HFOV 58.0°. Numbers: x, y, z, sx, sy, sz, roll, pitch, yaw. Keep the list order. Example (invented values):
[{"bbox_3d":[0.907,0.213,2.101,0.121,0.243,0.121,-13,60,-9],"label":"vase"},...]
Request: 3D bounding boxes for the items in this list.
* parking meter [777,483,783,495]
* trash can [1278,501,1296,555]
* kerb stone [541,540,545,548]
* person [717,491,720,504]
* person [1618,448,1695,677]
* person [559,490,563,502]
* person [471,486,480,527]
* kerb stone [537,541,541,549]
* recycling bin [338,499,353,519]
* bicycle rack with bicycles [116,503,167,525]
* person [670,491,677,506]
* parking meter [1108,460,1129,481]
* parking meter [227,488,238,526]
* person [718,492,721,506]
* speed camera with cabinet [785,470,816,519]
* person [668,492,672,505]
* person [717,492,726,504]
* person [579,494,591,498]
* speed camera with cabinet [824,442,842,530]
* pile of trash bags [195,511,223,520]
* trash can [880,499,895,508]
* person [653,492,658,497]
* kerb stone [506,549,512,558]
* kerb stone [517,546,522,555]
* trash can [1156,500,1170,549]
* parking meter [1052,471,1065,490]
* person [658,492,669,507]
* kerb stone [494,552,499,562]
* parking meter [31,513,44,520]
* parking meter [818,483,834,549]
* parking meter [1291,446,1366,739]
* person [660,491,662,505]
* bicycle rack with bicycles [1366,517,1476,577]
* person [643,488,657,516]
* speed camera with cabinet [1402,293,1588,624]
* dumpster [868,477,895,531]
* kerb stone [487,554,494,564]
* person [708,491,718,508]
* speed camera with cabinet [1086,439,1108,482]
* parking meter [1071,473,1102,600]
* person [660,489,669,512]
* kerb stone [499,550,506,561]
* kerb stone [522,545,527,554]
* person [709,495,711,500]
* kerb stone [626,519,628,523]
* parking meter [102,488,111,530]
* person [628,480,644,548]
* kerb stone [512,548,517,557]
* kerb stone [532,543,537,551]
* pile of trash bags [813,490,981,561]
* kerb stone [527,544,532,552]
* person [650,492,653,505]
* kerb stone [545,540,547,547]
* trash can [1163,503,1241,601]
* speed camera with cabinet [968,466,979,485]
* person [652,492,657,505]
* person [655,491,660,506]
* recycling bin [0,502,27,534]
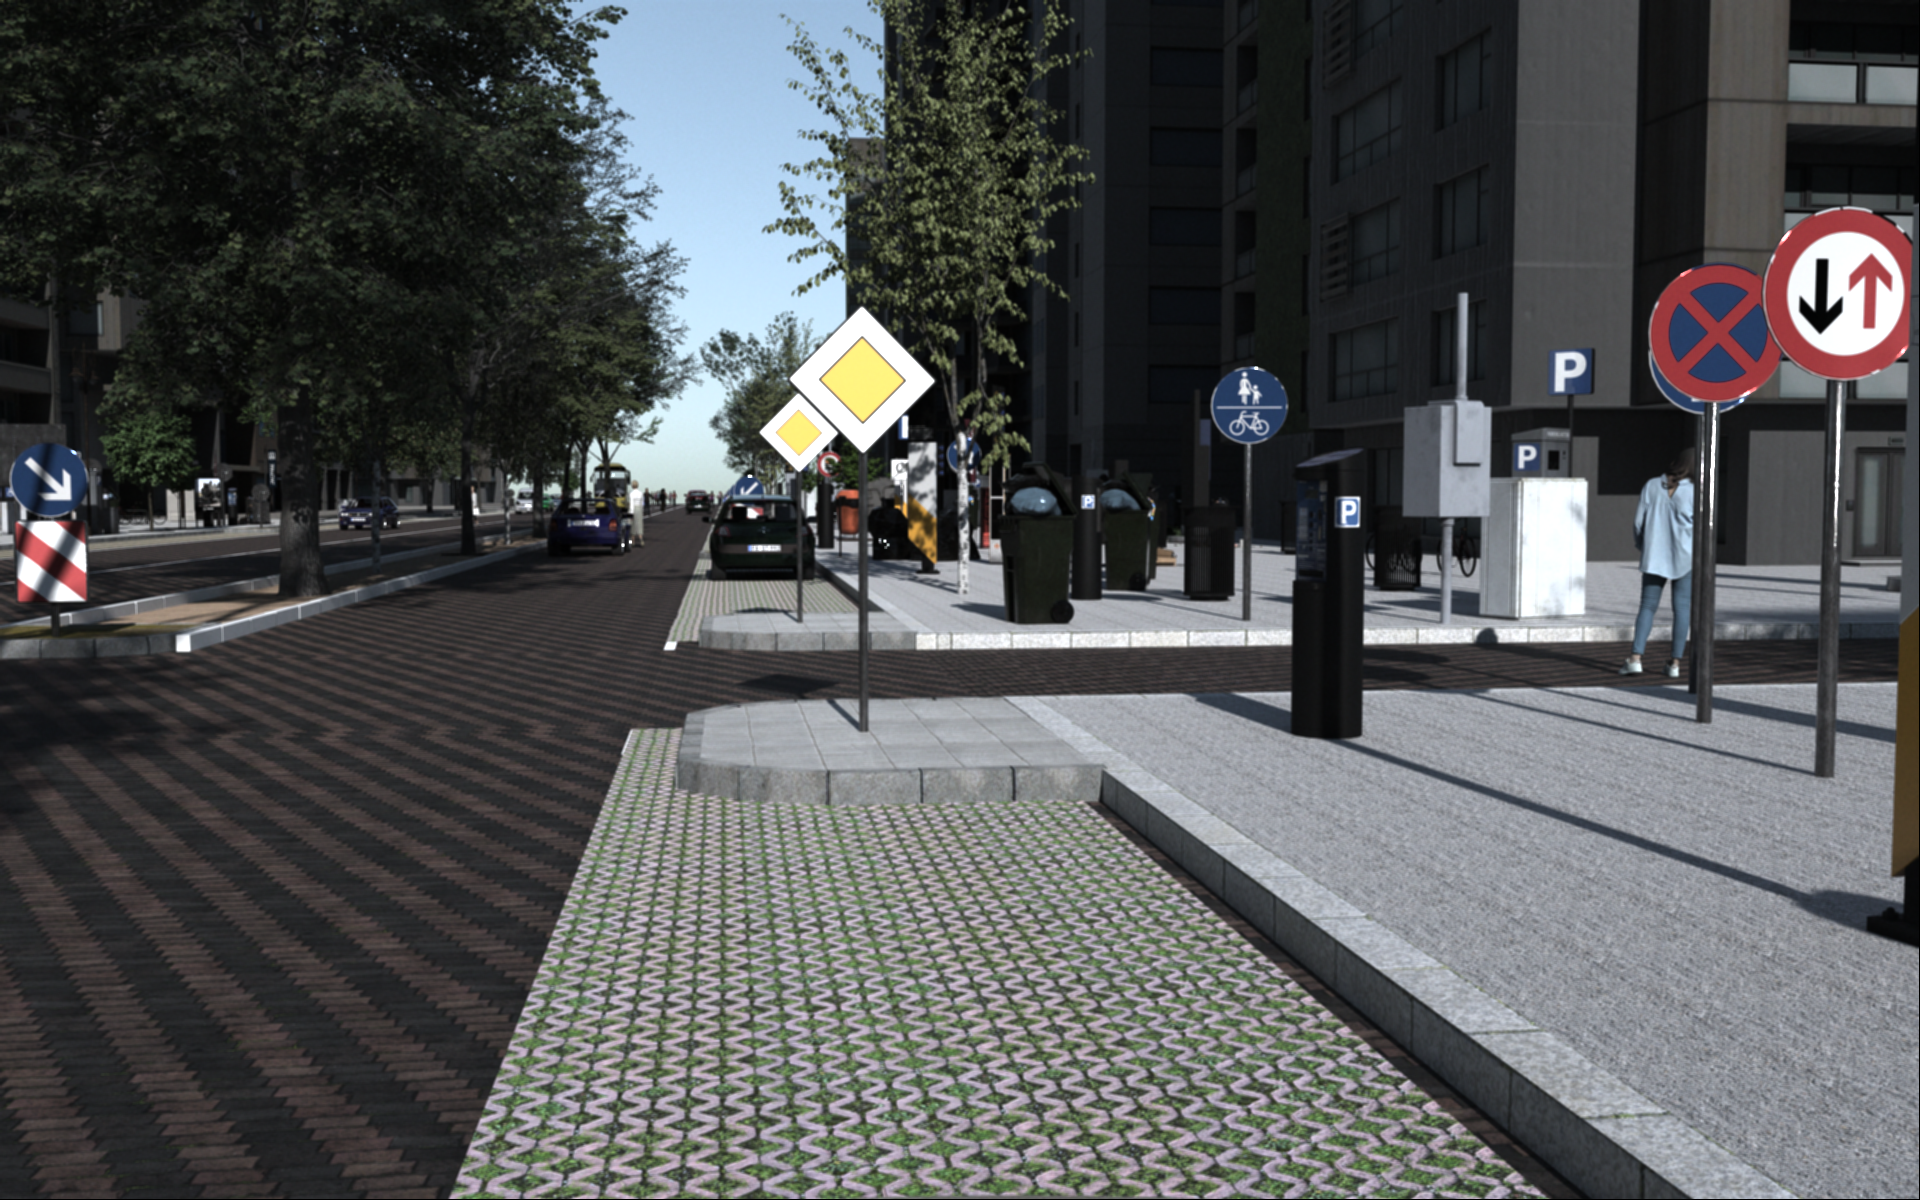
[{"bbox_3d":[-9.240,-5.087,88.881,0.255,1.863,0.399,-1,4,-9],"label":"parking meter"},{"bbox_3d":[7.103,-1.528,36.643,0.748,1.137,0.748,0,3,0],"label":"trash can"},{"bbox_3d":[-11.132,-1.436,45.705,0.120,0.150,1.000,0,4,-8],"label":"kerb stone"},{"bbox_3d":[-32.925,-14.010,237.707,1.348,1.807,0.705,3,5,45],"label":"person"},{"bbox_3d":[5.555,-0.297,13.623,0.793,1.790,0.793,0,4,-4],"label":"person"},{"bbox_3d":[-35.293,-8.888,153.783,0.705,1.831,1.348,0,4,6],"label":"person"},{"bbox_3d":[-21.134,-4.064,75.299,0.624,1.780,0.694,-2,4,-35],"label":"person"},{"bbox_3d":[-11.000,-1.374,44.692,0.120,0.150,1.000,0,4,-8],"label":"kerb stone"},{"bbox_3d":[-31.198,-4.631,88.273,0.722,1.027,0.722,3,5,43],"label":"recycling bin"},{"bbox_3d":[-34.844,-3.619,72.555,2.925,0.926,2.852,-2,4,-26],"label":"bicycle rack with bicycles"},{"bbox_3d":[-33.546,-11.906,203.104,0.705,1.831,1.348,2,4,24],"label":"person"},{"bbox_3d":[2.724,-1.475,29.836,0.255,1.863,0.399,-1,4,-14],"label":"parking meter"},{"bbox_3d":[-29.582,-3.794,70.437,0.372,1.533,0.369,0,3,0],"label":"parking meter"},{"bbox_3d":[-29.595,-12.477,213.430,0.436,1.711,0.756,-1,4,-16],"label":"person"},{"bbox_3d":[-8.010,-5.701,87.554,0.660,3.252,2.038,-2,4,-33],"label":"speed camera with cabinet"},{"bbox_3d":[-39.089,-13.729,233.648,1.217,1.739,0.721,2,4,32],"label":"person"},{"bbox_3d":[-30.082,-12.765,217.925,1.217,1.735,0.721,0,4,-6],"label":"person"},{"bbox_3d":[-32.041,-8.482,148.009,1.217,1.723,0.721,-1,4,-22],"label":"person"},{"bbox_3d":[-4.248,-4.190,62.848,0.660,3.252,2.038,-2,4,-29],"label":"speed camera with cabinet"},{"bbox_3d":[-38.611,-4.722,86.955,3.447,1.369,1.912,2,4,30],"label":"pile of trash bags"},{"bbox_3d":[-2.191,-2.666,55.235,0.748,1.137,0.748,0,3,0],"label":"trash can"},{"bbox_3d":[-41.177,-13.839,235.499,1.217,1.736,0.721,-2,4,-25],"label":"person"},{"bbox_3d":[-10.163,-1.003,38.591,0.120,0.150,1.000,0,4,-8],"label":"kerb stone"},{"bbox_3d":[-10.447,-1.120,40.622,0.120,0.150,1.000,0,4,-8],"label":"kerb stone"},{"bbox_3d":[4.412,-1.704,39.514,0.748,1.137,0.748,0,3,0],"label":"trash can"},{"bbox_3d":[2.386,-2.278,42.954,0.399,1.863,0.255,-1,4,-16],"label":"parking meter"},{"bbox_3d":[-31.637,-10.809,185.172,1.348,1.831,0.705,1,4,21],"label":"person"},{"bbox_3d":[-9.903,-0.879,36.559,0.120,0.150,1.000,0,4,-8],"label":"kerb stone"},{"bbox_3d":[-28.783,-2.959,54.091,0.399,1.863,0.255,1,4,9],"label":"parking meter"},{"bbox_3d":[-3.150,-1.977,40.739,0.372,1.533,0.369,0,3,0],"label":"parking meter"},{"bbox_3d":[1.957,-0.049,9.206,0.372,1.533,0.369,0,3,0],"label":"parking meter"},{"bbox_3d":[-24.532,-8.180,142.924,0.721,1.739,1.217,0,4,2],"label":"person"},{"bbox_3d":[6.818,-0.890,27.933,2.852,0.926,2.925,0,4,1],"label":"bicycle rack with bicycles"},{"bbox_3d":[-20.387,-6.381,112.845,1.348,1.821,0.705,-2,4,-32],"label":"person"},{"bbox_3d":[5.466,-1.425,17.635,2.038,3.252,0.660,-2,4,-28],"label":"speed camera with cabinet"},{"bbox_3d":[-2.714,-3.232,58.601,1.264,1.857,1.865,0,4,-8],"label":"dumpster"},{"bbox_3d":[-9.753,-0.811,35.544,0.120,0.150,1.000,0,4,-8],"label":"kerb stone"},{"bbox_3d":[-24.578,-9.969,172.171,1.217,1.739,0.721,2,4,25],"label":"person"},{"bbox_3d":[4.459,-4.110,61.542,0.660,3.252,2.038,3,5,44],"label":"speed camera with cabinet"},{"bbox_3d":[1.541,-0.774,21.073,0.372,1.533,0.369,0,3,0],"label":"parking meter"},{"bbox_3d":[-23.278,-7.821,135.997,0.705,1.869,1.348,-3,5,-40],"label":"person"},{"bbox_3d":[-10.022,-0.941,37.574,0.120,0.150,1.000,0,4,-8],"label":"kerb stone"},{"bbox_3d":[-10.579,-1.189,41.639,0.120,0.150,1.000,0,4,-8],"label":"kerb stone"},{"bbox_3d":[-26.801,-10.655,185.940,0.599,1.433,0.991,2,4,29],"label":"person"},{"bbox_3d":[-17.066,-4.109,89.376,0.120,0.150,1.000,0,4,-8],"label":"kerb stone"},{"bbox_3d":[-30.892,-3.318,62.666,0.372,1.533,0.369,0,3,0],"label":"parking meter"},{"bbox_3d":[-8.621,-2.294,46.241,0.478,1.798,0.641,-2,4,-31],"label":"person"},{"bbox_3d":[-10.310,-1.065,39.602,0.120,0.150,1.000,0,4,-8],"label":"kerb stone"},{"bbox_3d":[-10.859,-1.314,43.672,0.120,0.150,1.000,0,4,-8],"label":"kerb stone"},{"bbox_3d":[-1.212,-1.510,34.442,3.447,1.369,1.912,3,5,40],"label":"pile of trash bags"},{"bbox_3d":[-10.721,-1.252,42.659,0.120,0.150,1.000,0,4,-8],"label":"kerb stone"},{"bbox_3d":[-40.605,-13.382,228.005,0.721,1.735,1.217,-1,4,-20],"label":"person"},{"bbox_3d":[-11.271,-1.500,46.723,0.120,0.150,1.000,0,4,-8],"label":"kerb stone"},{"bbox_3d":[3.007,-0.564,20.881,0.748,1.137,0.748,0,3,0],"label":"trash can"},{"bbox_3d":[0.468,-4.656,70.466,0.660,3.252,2.038,0,4,2],"label":"speed camera with cabinet"},{"bbox_3d":[-38.906,-12.966,221.181,1.217,1.739,0.721,0,4,-2],"label":"person"},{"bbox_3d":[-36.405,-12.262,208.964,0.705,1.826,1.348,1,4,18],"label":"person"},{"bbox_3d":[-30.436,-2.640,55.720,0.722,1.027,0.722,-2,4,-30],"label":"recycling bin"}]
